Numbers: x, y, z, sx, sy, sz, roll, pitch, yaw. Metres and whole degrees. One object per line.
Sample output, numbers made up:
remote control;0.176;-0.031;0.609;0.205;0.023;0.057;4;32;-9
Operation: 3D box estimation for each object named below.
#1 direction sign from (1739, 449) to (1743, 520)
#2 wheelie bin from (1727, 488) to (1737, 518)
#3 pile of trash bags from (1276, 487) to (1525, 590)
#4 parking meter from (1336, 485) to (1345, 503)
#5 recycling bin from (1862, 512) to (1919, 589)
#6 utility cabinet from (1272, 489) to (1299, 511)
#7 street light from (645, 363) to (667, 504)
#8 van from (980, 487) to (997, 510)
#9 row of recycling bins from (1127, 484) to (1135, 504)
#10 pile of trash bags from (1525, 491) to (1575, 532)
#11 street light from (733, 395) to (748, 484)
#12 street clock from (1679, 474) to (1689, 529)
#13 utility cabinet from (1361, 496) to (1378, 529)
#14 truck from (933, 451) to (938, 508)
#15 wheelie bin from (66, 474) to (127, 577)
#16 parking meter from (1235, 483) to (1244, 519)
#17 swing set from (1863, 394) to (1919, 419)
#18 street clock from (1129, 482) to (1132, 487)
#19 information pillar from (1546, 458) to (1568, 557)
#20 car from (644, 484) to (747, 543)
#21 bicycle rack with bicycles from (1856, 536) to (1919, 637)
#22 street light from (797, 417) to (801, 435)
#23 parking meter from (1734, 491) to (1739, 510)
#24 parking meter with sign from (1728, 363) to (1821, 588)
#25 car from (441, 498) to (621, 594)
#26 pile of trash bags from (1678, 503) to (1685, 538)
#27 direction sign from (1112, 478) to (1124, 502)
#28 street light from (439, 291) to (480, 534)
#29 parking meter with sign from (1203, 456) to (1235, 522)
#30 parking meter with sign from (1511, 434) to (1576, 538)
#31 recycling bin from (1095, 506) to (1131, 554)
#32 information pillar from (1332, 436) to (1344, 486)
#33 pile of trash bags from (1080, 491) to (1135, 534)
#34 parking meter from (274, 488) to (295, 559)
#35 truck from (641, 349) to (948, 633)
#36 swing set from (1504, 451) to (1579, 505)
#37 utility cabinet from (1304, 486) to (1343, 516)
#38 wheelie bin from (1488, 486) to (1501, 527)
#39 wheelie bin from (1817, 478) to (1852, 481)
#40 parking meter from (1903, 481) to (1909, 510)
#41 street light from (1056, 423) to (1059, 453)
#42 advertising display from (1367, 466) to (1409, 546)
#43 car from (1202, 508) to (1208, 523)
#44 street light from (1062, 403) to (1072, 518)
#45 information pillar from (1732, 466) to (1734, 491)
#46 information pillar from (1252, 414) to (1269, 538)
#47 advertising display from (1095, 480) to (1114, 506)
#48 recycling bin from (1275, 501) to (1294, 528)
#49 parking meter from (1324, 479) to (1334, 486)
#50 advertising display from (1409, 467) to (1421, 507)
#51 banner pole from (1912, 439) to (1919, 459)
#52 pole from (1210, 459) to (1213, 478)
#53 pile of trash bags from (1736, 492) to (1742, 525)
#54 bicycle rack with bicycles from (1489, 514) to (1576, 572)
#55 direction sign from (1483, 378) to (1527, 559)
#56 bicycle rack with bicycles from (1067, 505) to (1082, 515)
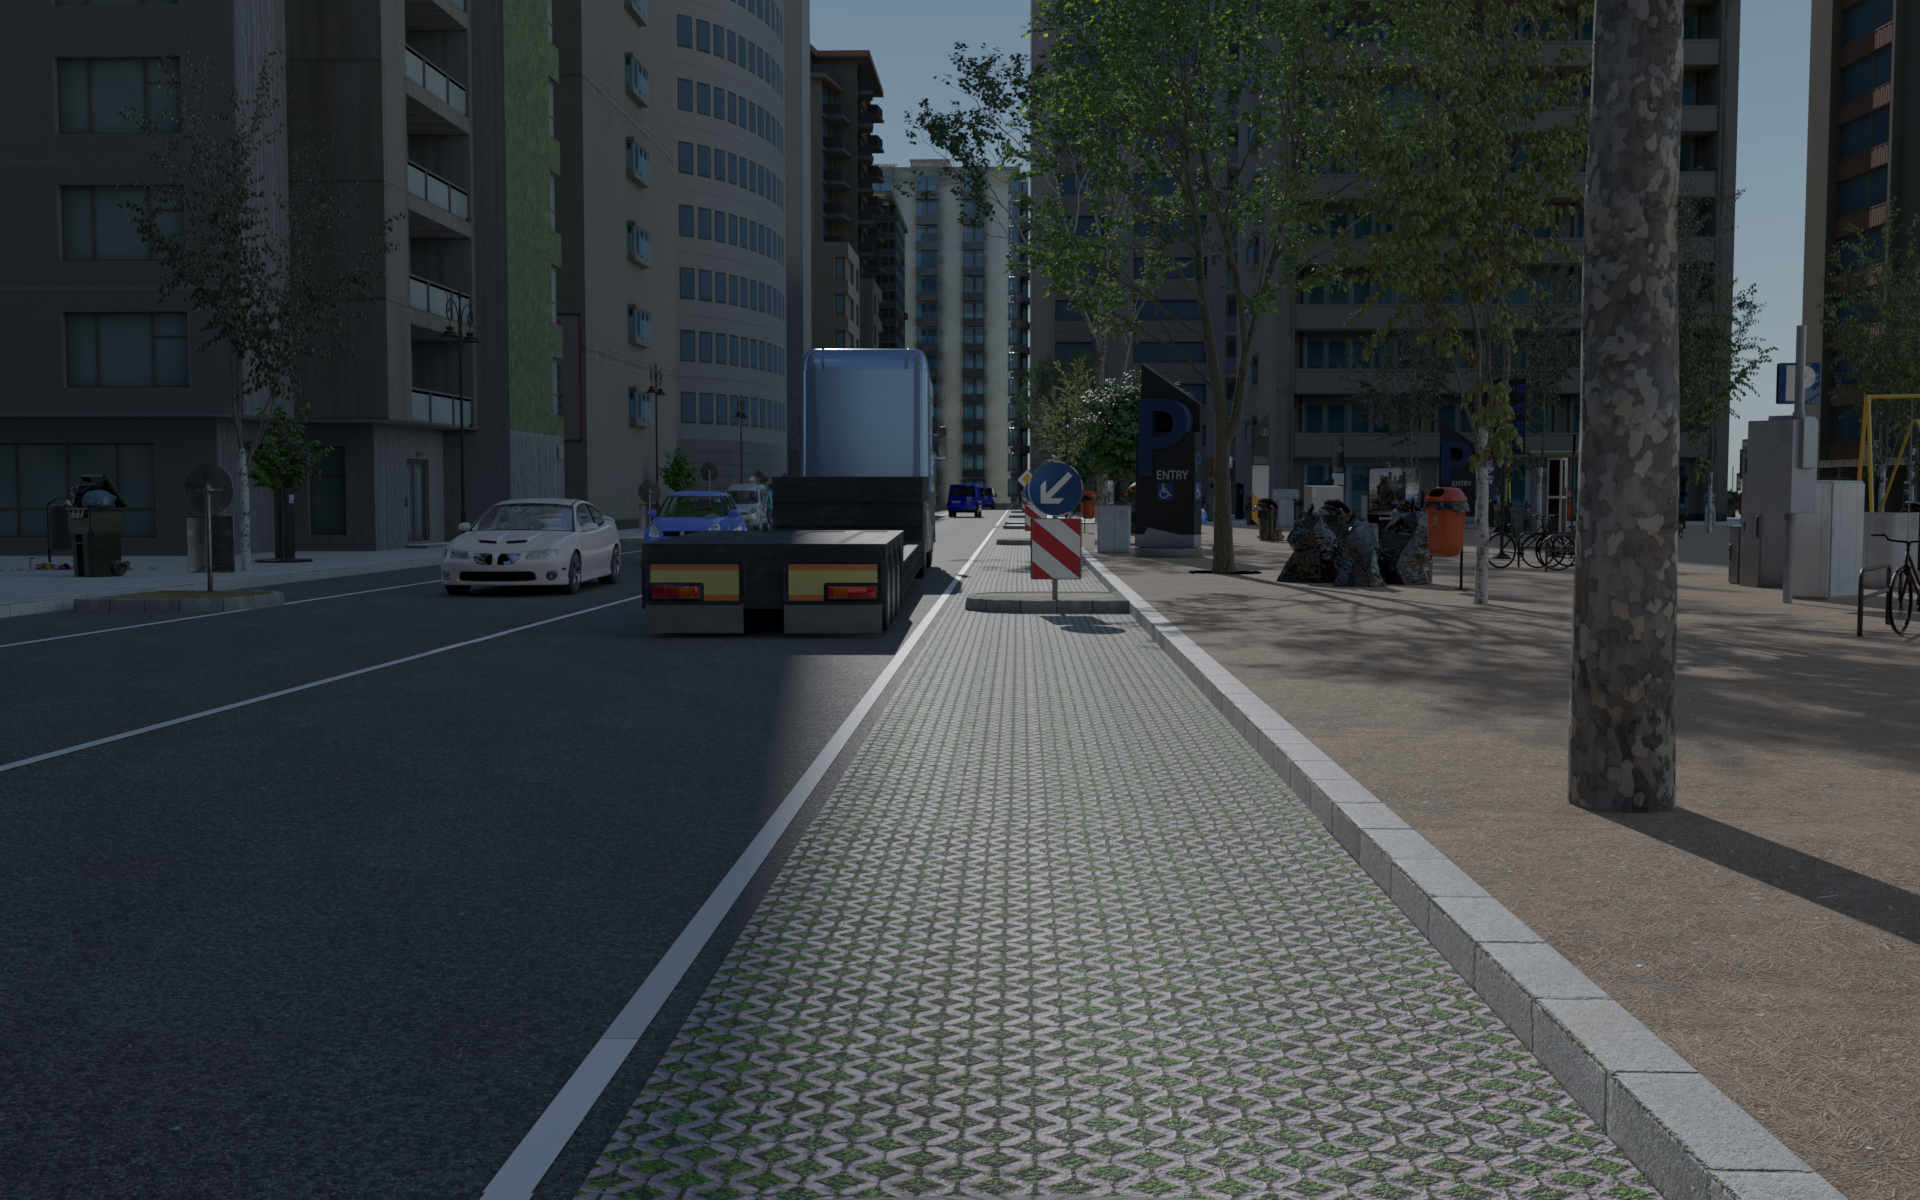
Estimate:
direction sign;39.544;-5.827;87.271;0.876;3.537;0.379;-2;4;-30
wheelie bin;41.949;-5.286;94.340;0.693;1.594;0.980;2;4;23
pile of trash bags;5.986;-0.895;24.387;1.912;1.369;3.447;-1;4;-21
parking meter;10.325;-2.385;47.404;0.372;1.533;0.369;0;3;0
recycling bin;12.615;-0.685;23.751;0.722;1.027;0.722;-3;4;-37
utility cabinet;14.714;-4.260;78.335;1.173;1.500;0.318;0;4;-4
street light;-10.694;-5.400;61.079;0.468;5.910;1.993;0;4;2
van;2.257;-9.550;160.533;2.240;2.365;5.245;0;4;3
row of recycling bins;6.946;-3.263;60.460;1.069;1.692;3.534;-2;4;-24
pile of trash bags;18.736;-2.818;55.820;1.912;1.369;3.447;-1;4;-13
street light;-10.077;-6.546;79.821;0.468;5.910;1.993;0;4;2
street clock;26.581;-3.612;63.634;0.358;2.002;0.471;1;4;21
utility cabinet;15.473;-3.266;64.563;1.020;1.237;0.306;1;4;14
truck;-3.018;-7.508;111.666;2.839;4.237;11.283;0;4;3
wheelie bin;-13.403;-1.161;26.887;0.980;1.594;0.693;2;4;31
parking meter;14.238;-5.045;88.197;0.399;1.863;0.255;-3;4;-37
swing set;15.752;-1.789;26.875;3.119;2.851;2.862;1;4;21
street clock;9.817;-5.729;98.240;0.471;2.002;0.358;-1;4;-8
information pillar;12.164;-1.885;35.304;0.304;2.012;0.304;3;5;42
car;-5.477;-1.619;36.055;1.945;1.707;3.694;0;4;1
bicycle rack with bicycles;9.525;-0.149;15.818;2.852;0.926;2.925;3;4;36
street light;-9.279;-7.878;101.586;0.468;5.910;1.993;0;4;2
parking meter;62.923;-8.076;140.446;0.372;1.533;0.369;0;3;0
parking meter with sign;11.141;-1.689;23.881;0.543;3.016;1.738;0;4;1
car;-6.399;-0.849;26.250;2.083;1.381;4.827;0;4;0
pile of trash bags;20.119;-2.493;50.507;1.912;1.369;3.447;1;4;19
direction sign;10.072;-7.264;110.764;0.876;3.537;0.379;3;4;36
street light;-11.395;-4.087;39.610;0.468;5.910;1.993;0;4;2
parking meter with sign;11.947;-5.163;80.680;0.543;3.016;1.738;-2;4;-27
parking meter with sign;17.056;-3.329;50.684;1.738;3.016;0.543;1;4;16
recycling bin;3.319;-1.538;37.692;0.722;1.027;0.722;0;4;-1
information pillar;15.163;-4.776;69.436;0.504;3.616;0.183;0;4;-6
pile of trash bags;5.430;-2.873;56.729;3.447;1.369;1.912;2;4;33
parking meter;-13.469;-1.597;34.519;0.372;1.533;0.369;0;3;0
truck;-1.831;-2.239;26.370;2.967;4.110;18.799;0;4;1
swing set;21.287;-4.002;63.046;3.119;2.851;2.862;1;4;13
utility cabinet;9.620;-2.270;45.800;1.173;1.500;0.318;-2;4;-34
wheelie bin;20.464;-3.603;66.819;0.693;1.594;0.980;-3;5;-40
wheelie bin;17.105;-1.588;33.876;0.693;1.594;0.980;-3;4;-38
parking meter;43.857;-4.558;80.232;0.255;1.863;0.399;2;4;28
street light;6.166;-8.396;110.055;0.468;5.910;1.993;0;4;2
advertising display;9.989;-2.163;40.580;0.123;1.923;0.974;-3;5;-43
car;8.965;-4.041;75.656;3.694;1.707;1.945;0;4;3
street light;5.392;-7.020;87.572;0.468;5.910;1.993;0;4;2
information pillar;63.766;-9.273;142.972;0.183;3.616;0.504;1;4;22
information pillar;8.741;-3.605;50.300;0.504;3.616;0.183;0;4;-3
advertising display;6.634;-4.535;79.369;0.974;1.923;0.123;-2;4;-29
recycling bin;12.521;-3.314;66.746;0.722;1.027;0.722;0;4;-5
parking meter;13.769;-3.612;64.761;0.399;1.863;0.255;0;4;7
advertising display;10.480;-2.208;41.314;0.974;1.923;0.123;0;4;-2
banner pole;43.450;-5.433;78.846;0.401;3.779;0.863;1;4;9
pole;15.574;-6.927;107.097;0.158;3.312;0.155;0;3;0
pile of trash bags;31.411;-3.462;66.349;1.912;1.369;3.447;-3;4;-37
bicycle rack with bicycles;10.453;-0.987;29.515;2.925;0.926;2.852;0;4;5
direction sign;10.748;-2.585;34.262;0.876;3.537;0.379;3;5;41
bicycle rack with bicycles;7.098;-5.754;107.455;2.852;0.926;2.925;-2;4;-27
